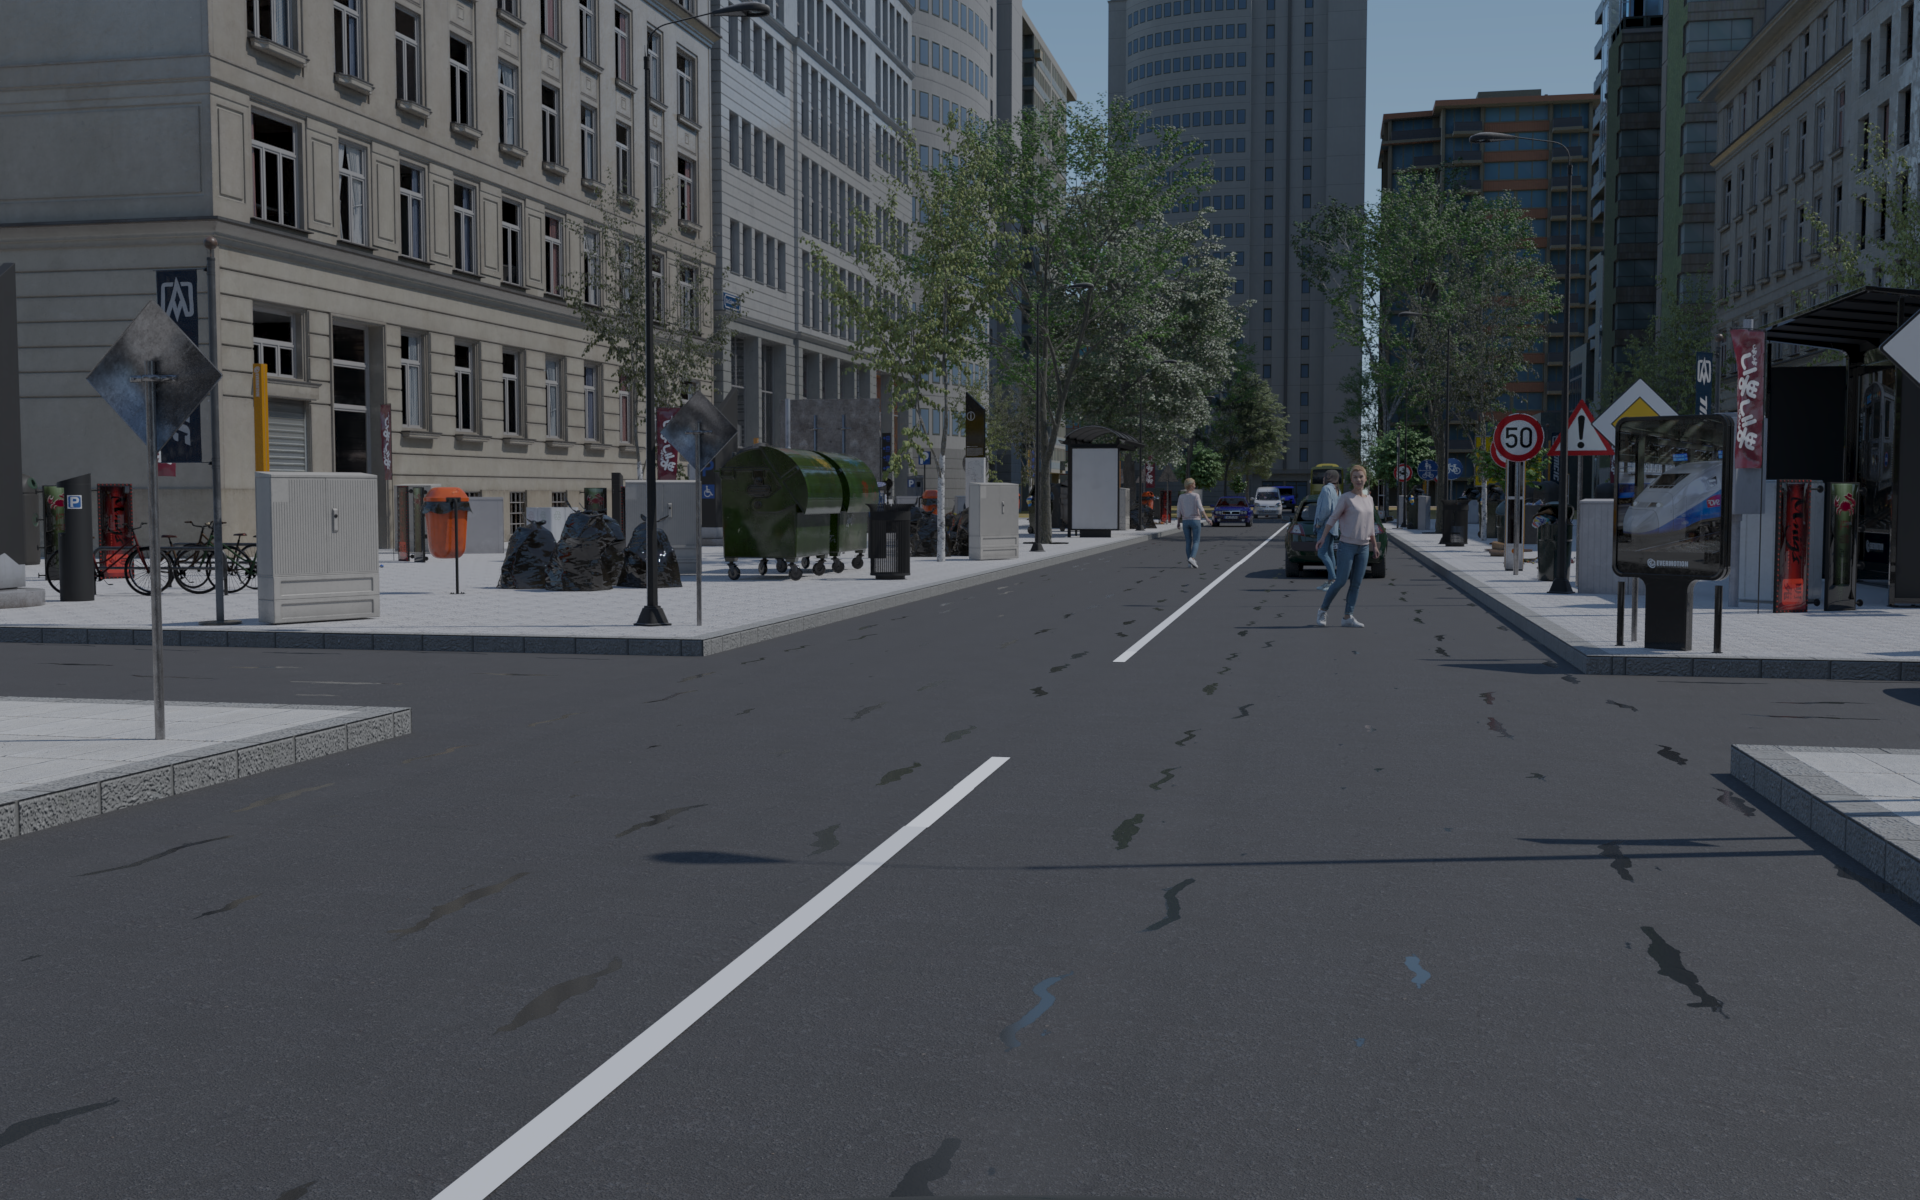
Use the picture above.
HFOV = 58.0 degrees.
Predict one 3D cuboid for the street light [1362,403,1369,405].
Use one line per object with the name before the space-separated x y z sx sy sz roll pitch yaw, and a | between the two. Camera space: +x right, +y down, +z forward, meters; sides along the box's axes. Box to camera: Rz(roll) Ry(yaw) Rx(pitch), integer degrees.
street light | 21.149 -7.078 88.265 1.470 5.913 1.316 1 4 12

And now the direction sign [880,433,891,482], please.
direction sign | -2.965 -4.414 64.173 0.876 3.537 0.379 1 4 20

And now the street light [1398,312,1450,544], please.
street light | 11.864 -4.382 44.190 1.470 5.913 1.316 1 4 12

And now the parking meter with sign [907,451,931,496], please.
parking meter with sign | -1.829 -4.498 69.802 0.543 3.016 1.738 2 4 28

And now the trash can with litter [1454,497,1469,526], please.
trash can with litter | 19.920 -3.541 69.289 0.624 1.170 1.055 0 4 -8

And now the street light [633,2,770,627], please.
street light | -2.474 -2.696 16.620 1.470 5.913 1.316 1 4 12

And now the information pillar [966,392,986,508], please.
information pillar | 0.341 -2.947 39.544 0.504 3.616 0.183 2 4 27

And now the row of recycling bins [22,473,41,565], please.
row of recycling bins | -17.553 -1.400 30.002 1.069 1.692 3.534 1 4 16

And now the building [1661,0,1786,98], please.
building | 45.082 -25.049 93.149 14.154 41.232 14.086 1 4 12

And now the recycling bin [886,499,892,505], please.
recycling bin | -3.644 -4.213 81.444 0.722 1.027 0.722 2 4 25

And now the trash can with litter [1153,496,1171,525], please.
trash can with litter | 8.061 -3.812 73.387 1.678 1.210 2.233 -3 4 -38

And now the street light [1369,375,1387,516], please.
street light | 16.562 -5.749 66.540 1.470 5.913 1.316 1 4 12

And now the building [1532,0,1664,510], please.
building | 55.671 -49.815 127.141 22.319 86.520 31.000 1 4 12

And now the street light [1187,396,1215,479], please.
street light | 11.369 -6.710 82.244 1.470 5.913 1.316 1 4 12

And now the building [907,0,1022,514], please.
building | -8.852 -34.636 108.304 21.231 58.520 28.212 1 4 12

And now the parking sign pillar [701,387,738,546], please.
parking sign pillar | -6.007 -3.350 43.250 1.447 3.967 1.447 1 4 18

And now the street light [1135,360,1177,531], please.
street light | 6.815 -5.358 60.145 1.470 5.913 1.316 1 4 12

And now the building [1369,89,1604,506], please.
building | 59.156 -32.805 190.979 28.867 44.769 22.147 1 4 12

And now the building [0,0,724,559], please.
building | -18.784 -13.193 48.986 16.112 22.955 30.059 1 4 12

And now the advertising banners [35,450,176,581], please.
advertising banners | -12.788 -1.831 26.121 2.074 3.025 0.090 -3 4 -38

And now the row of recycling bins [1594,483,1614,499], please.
row of recycling bins | 24.367 -3.467 63.794 3.534 1.692 1.069 -3 5 -44

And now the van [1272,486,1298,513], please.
van | 24.502 -7.776 131.525 2.240 2.365 5.245 1 4 11

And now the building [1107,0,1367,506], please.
building | 31.144 -40.002 196.027 28.212 58.520 21.231 1 4 12

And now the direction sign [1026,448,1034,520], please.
direction sign | 3.447 -5.682 84.903 0.379 3.537 0.876 2 4 28

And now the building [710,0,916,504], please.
building | -10.808 -18.357 77.634 11.434 29.767 29.804 1 4 12

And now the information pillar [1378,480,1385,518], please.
information pillar | 20.882 -4.972 85.782 0.304 2.012 0.304 2 4 25

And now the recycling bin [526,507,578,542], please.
recycling bin | -7.807 -1.263 33.197 0.722 1.027 0.722 3 4 36

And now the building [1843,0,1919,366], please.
building | 32.291 -11.771 47.202 10.420 20.320 16.860 1 4 12

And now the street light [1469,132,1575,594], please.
street light | 7.237 -3.044 22.319 1.470 5.913 1.316 1 4 12

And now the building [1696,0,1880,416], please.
building | 40.937 -14.431 69.236 16.112 22.955 30.059 1 4 12

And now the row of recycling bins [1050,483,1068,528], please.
row of recycling bins | 3.933 -3.914 71.110 1.069 1.692 3.534 0 4 7

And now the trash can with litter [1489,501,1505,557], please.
trash can with litter | 11.317 -1.489 35.736 0.624 1.170 1.055 2 4 33

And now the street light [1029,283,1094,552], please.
street light | 2.249 -4.023 38.317 1.470 5.913 1.316 1 4 12

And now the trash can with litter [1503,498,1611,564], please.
trash can with litter | 11.108 -1.301 32.330 2.233 1.210 1.678 0 4 1

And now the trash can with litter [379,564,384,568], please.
trash can with litter | -10.807 -1.146 29.790 1.678 1.210 2.233 -1 4 -15

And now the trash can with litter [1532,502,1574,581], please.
trash can with litter | 8.766 -0.880 25.781 0.624 1.170 1.055 1 4 10

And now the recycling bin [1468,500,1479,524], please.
recycling bin | 22.027 -3.802 74.714 0.722 1.027 0.722 1 4 18

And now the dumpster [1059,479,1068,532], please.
dumpster | 4.112 -3.290 59.549 1.264 1.857 1.865 1 4 12

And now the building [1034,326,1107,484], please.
building | 3.381 -22.058 205.681 28.899 21.520 27.650 1 4 12

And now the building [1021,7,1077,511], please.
building | -3.795 -27.425 140.275 23.993 40.220 32.217 1 4 12

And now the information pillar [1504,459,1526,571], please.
information pillar | 9.257 -1.493 28.904 0.304 2.012 0.304 1 4 15

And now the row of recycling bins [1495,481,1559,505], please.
row of recycling bins | 18.066 -2.953 55.399 1.069 1.692 3.534 -1 4 -13

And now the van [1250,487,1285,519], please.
van | 18.174 -5.827 102.275 2.013 2.044 4.112 1 4 10

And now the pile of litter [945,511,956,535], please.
pile of litter | -0.440 -1.808 43.531 1.719 0.858 1.176 -2 4 -29

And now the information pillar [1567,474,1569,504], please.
information pillar | 21.983 -3.581 63.036 0.304 2.012 0.304 1 4 11

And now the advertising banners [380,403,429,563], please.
advertising banners | -10.613 -2.252 33.005 0.090 3.025 2.074 -3 5 -40

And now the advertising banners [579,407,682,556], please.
advertising banners | -6.610 -2.365 34.848 2.074 3.025 0.090 0 4 -1

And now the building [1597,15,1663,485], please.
building | 47.026 -20.535 107.447 14.160 30.474 14.107 1 4 12
